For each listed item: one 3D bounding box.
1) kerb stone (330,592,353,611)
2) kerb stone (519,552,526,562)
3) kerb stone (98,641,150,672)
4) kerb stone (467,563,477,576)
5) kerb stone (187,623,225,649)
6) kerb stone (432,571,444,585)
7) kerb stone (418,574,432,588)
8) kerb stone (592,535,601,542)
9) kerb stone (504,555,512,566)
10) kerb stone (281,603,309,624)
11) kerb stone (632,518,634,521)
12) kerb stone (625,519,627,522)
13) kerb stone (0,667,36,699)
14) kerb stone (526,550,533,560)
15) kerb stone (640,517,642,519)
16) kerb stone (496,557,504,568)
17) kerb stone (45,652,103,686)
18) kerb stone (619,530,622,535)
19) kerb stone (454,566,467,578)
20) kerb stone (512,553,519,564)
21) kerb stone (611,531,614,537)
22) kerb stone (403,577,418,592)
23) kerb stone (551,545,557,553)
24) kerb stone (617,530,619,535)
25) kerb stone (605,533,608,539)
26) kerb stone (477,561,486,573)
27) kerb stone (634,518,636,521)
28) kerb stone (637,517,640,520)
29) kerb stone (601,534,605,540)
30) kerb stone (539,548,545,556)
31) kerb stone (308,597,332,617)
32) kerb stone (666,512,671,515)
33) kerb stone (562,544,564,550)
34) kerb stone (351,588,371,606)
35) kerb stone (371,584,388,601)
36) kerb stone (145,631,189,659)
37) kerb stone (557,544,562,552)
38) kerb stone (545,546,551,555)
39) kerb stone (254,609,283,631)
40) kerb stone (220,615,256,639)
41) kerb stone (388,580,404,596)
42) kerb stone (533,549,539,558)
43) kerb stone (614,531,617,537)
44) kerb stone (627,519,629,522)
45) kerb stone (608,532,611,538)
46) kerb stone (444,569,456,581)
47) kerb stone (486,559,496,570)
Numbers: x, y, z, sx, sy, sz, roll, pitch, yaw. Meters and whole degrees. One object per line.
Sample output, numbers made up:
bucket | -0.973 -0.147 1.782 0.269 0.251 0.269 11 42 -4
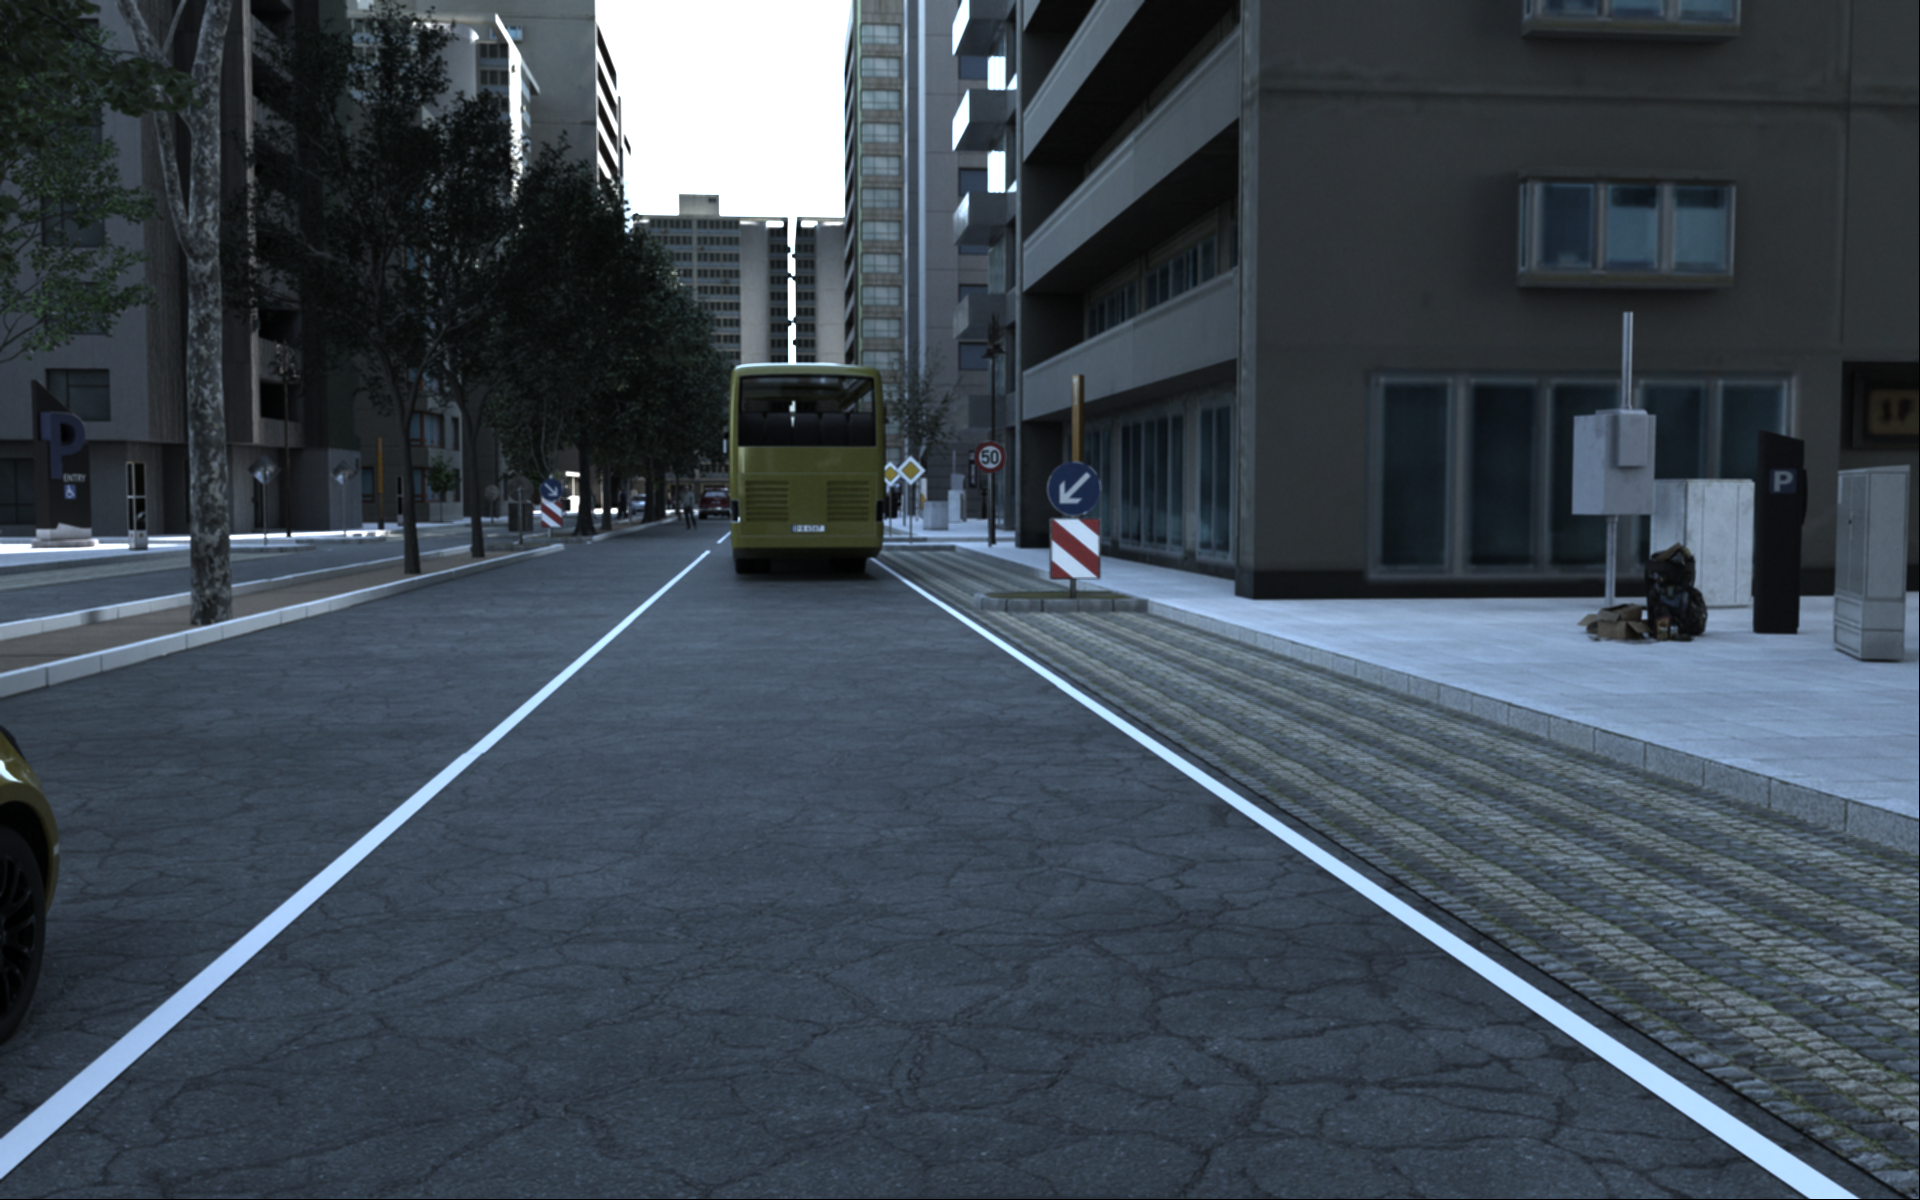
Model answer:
kerb stone | -7.769 0.040 21.551 0.120 0.150 1.000 0 4 -6
kerb stone | -9.405 -0.894 36.812 0.120 0.150 1.000 0 4 -6
kerb stone | -7.012 0.480 14.416 0.120 0.150 1.000 0 4 -6
kerb stone | -8.751 -0.520 30.706 0.120 0.150 1.000 0 4 -6
kerb stone | -7.234 0.354 16.455 0.120 0.150 1.000 0 4 -6
kerb stone | -8.432 -0.334 27.656 0.120 0.150 1.000 0 4 -6
kerb stone | -8.321 -0.272 26.636 0.120 0.150 1.000 0 4 -6
kerb stone | -11.101 -1.862 52.688 0.120 0.150 1.000 0 4 -6
kerb stone | -9.187 -0.768 34.771 0.120 0.150 1.000 0 4 -6
kerb stone | -7.561 0.164 19.507 0.120 0.150 1.000 0 4 -6
kerb stone | -17.224 -4.153 90.189 0.120 0.150 1.000 0 4 -6
kerb stone | -16.783 -3.909 86.107 0.120 0.150 1.000 0 4 -6
kerb stone | -6.802 0.602 12.368 0.120 0.150 1.000 0 4 -6
kerb stone | -9.516 -0.956 37.830 0.120 0.150 1.000 0 4 -6
kerb stone | -17.760 -4.469 95.286 0.120 0.150 1.000 0 4 -6
kerb stone | -9.084 -0.707 33.754 0.120 0.150 1.000 0 4 -6
kerb stone | -6.905 0.541 13.400 0.120 0.150 1.000 0 4 -6
kerb stone | -11.863 -2.301 59.821 0.120 0.150 1.000 0 4 -6
kerb stone | -8.640 -0.457 29.690 0.120 0.150 1.000 0 4 -6
kerb stone | -9.292 -0.831 35.787 0.120 0.150 1.000 0 4 -6
kerb stone | -11.537 -2.111 56.766 0.120 0.150 1.000 0 4 -6
kerb stone | -8.218 -0.209 25.619 0.120 0.150 1.000 0 4 -6
kerb stone | -9.947 -1.203 41.904 0.120 0.150 1.000 0 4 -6
kerb stone | -11.757 -2.239 58.805 0.120 0.150 1.000 0 4 -6
kerb stone | -11.326 -1.985 54.732 0.120 0.150 1.000 0 4 -6
kerb stone | -8.870 -0.581 31.721 0.120 0.150 1.000 0 4 -6
kerb stone | -17.321 -4.221 91.210 0.120 0.150 1.000 0 4 -6
kerb stone | -17.657 -4.408 94.267 0.120 0.150 1.000 0 4 -6
kerb stone | -11.206 -1.927 53.710 0.120 0.150 1.000 0 4 -6
kerb stone | -9.731 -1.081 39.868 0.120 0.150 1.000 0 4 -6
kerb stone | -7.666 0.104 20.533 0.120 0.150 1.000 0 4 -6
kerb stone | -20.925 -6.277 124.832 0.120 0.150 1.000 0 4 -6
kerb stone | -10.170 -1.330 43.936 0.120 0.150 1.000 0 4 -6
kerb stone | -7.889 -0.023 22.570 0.120 0.150 1.000 0 4 -6
kerb stone | -7.993 -0.085 23.587 0.120 0.150 1.000 0 4 -6
kerb stone | -7.127 0.418 15.432 0.120 0.150 1.000 0 4 -6
kerb stone | -10.061 -1.264 42.920 0.120 0.150 1.000 0 4 -6
kerb stone | -9.843 -1.143 40.887 0.120 0.150 1.000 0 4 -6
kerb stone | -7.459 0.230 18.488 0.120 0.150 1.000 0 4 -6
kerb stone | -7.343 0.289 17.472 0.120 0.150 1.000 0 4 -6
kerb stone | -8.099 -0.147 24.604 0.120 0.150 1.000 0 4 -6
kerb stone | -9.623 -1.015 38.852 0.120 0.150 1.000 0 4 -6
kerb stone | -11.643 -2.174 57.789 0.120 0.150 1.000 0 4 -6
kerb stone | -16.897 -3.966 87.123 0.120 0.150 1.000 0 4 -6
kerb stone | -11.430 -2.052 55.749 0.120 0.150 1.000 0 4 -6
kerb stone | -8.543 -0.390 28.672 0.120 0.150 1.000 0 4 -6
kerb stone | -8.971 -0.645 32.738 0.120 0.150 1.000 0 4 -6
